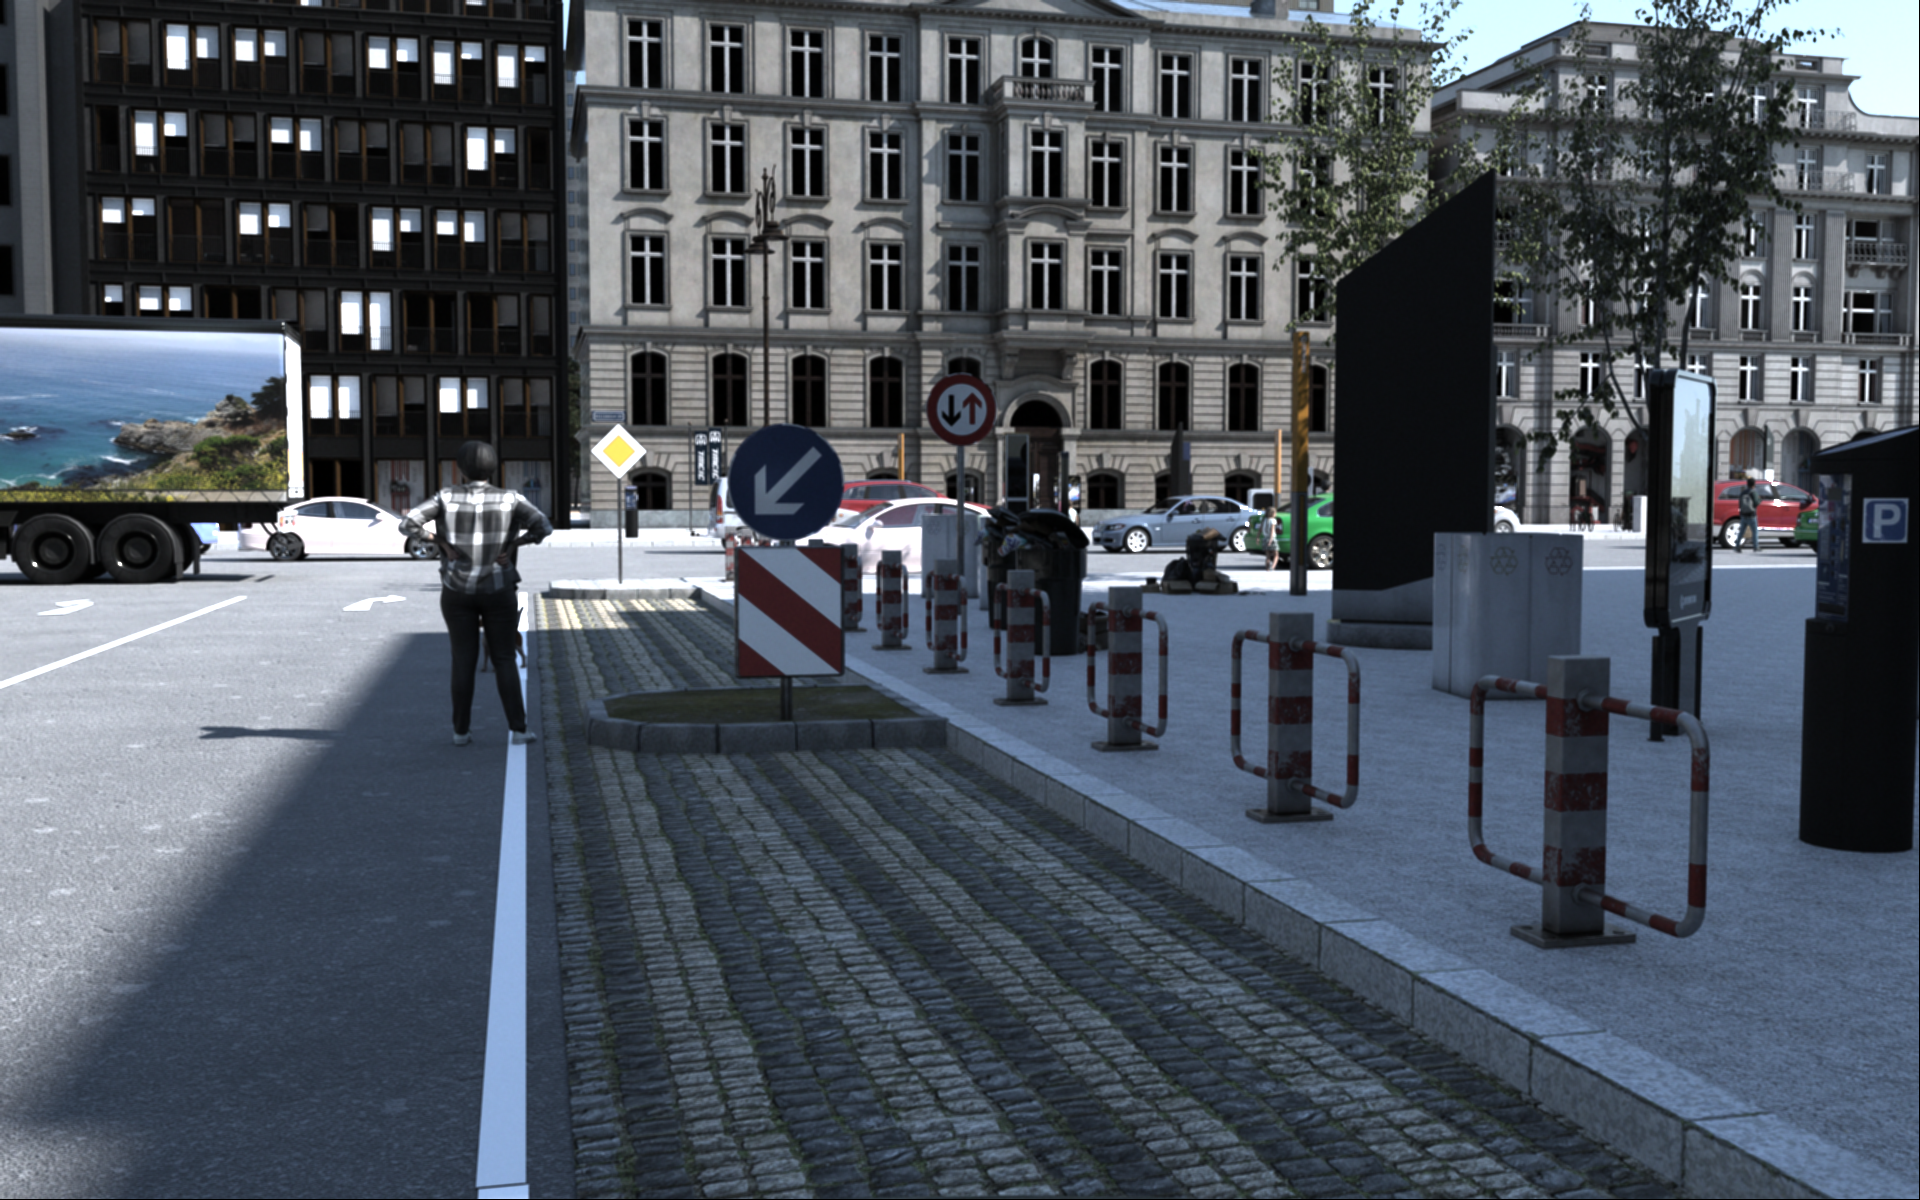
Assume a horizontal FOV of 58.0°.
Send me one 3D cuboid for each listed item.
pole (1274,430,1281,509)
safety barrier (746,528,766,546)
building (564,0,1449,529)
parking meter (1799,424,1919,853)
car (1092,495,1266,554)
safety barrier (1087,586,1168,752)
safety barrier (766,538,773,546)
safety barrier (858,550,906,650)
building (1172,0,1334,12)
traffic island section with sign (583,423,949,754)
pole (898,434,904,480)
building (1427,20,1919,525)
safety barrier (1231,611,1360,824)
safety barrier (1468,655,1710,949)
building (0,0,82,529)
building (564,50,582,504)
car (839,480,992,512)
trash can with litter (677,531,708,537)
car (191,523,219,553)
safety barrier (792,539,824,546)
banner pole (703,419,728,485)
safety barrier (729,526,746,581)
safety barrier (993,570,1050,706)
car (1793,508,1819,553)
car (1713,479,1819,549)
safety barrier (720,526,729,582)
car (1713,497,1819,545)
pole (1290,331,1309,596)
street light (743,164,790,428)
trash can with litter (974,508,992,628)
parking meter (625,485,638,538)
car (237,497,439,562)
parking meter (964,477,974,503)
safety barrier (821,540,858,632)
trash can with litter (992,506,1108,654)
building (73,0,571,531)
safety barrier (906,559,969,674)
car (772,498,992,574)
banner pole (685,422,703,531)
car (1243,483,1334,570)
[{"bbox_3d":[10.051,-3.730,54.826,0.158,3.312,0.155,0,3,0],"label":"pole"},{"bbox_3d":[-2.439,-0.458,21.758,0.300,0.817,1.120,-1,4,-14],"label":"safety barrier"},{"bbox_3d":[1.610,-15.461,71.863,34.723,24.649,14.460,-1,4,-14],"label":"building"},{"bbox_3d":[3.294,0.127,6.327,0.372,1.533,0.369,0,3,0],"label":"parking meter"},{"bbox_3d":[5.461,-1.875,42.663,4.499,1.417,2.014,-1,4,-15],"label":"car"},{"bbox_3d":[0.830,0.341,8.707,0.300,0.817,1.120,-1,4,-14],"label":"safety barrier"},{"bbox_3d":[-1.969,-0.343,19.889,0.300,0.817,1.120,-1,4,-14],"label":"safety barrier"},{"bbox_3d":[-0.564,-0.001,14.299,0.300,0.817,1.120,-1,4,-14],"label":"safety barrier"},{"bbox_3d":[17.329,-35.165,164.186,27.495,52.752,28.713,-1,4,-14],"label":"building"},{"bbox_3d":[-1.259,-0.112,10.467,1.989,1.847,2.006,-1,4,-14],"label":"traffic island section with sign"},{"bbox_3d":[-1.993,-3.954,58.495,0.158,3.312,0.155,0,3,0],"label":"pole"},{"bbox_3d":[30.137,-14.527,79.310,24.055,21.916,13.314,-1,4,-14],"label":"building"},{"bbox_3d":[1.303,0.455,6.832,0.300,0.817,1.120,-1,4,-14],"label":"safety barrier"},{"bbox_3d":[1.767,0.569,4.972,0.300,0.817,1.120,-1,4,-14],"label":"safety barrier"},{"bbox_3d":[-45.628,-14.765,60.468,30.058,24.678,14.314,-1,4,-14],"label":"building"},{"bbox_3d":[-44.161,-41.984,228.438,28.212,58.520,21.231,-1,4,-14],"label":"building"},{"bbox_3d":[-1.540,-2.353,47.146,5.304,1.827,2.281,-1,4,-16],"label":"car"},{"bbox_3d":[-7.478,-2.535,52.507,2.233,1.210,1.678,1,4,17],"label":"trash can with litter"},{"bbox_3d":[-19.484,-1.908,40.784,3.694,1.707,1.945,-1,4,-13],"label":"car"},{"bbox_3d":[-1.499,-0.229,18.023,0.300,0.817,1.120,-1,4,-14],"label":"safety barrier"},{"bbox_3d":[-8.015,-4.147,57.813,0.863,3.779,0.401,-2,4,-30],"label":"banner pole"},{"bbox_3d":[-2.902,-0.571,23.618,0.300,0.817,1.120,-1,4,-14],"label":"safety barrier"},{"bbox_3d":[0.370,0.227,10.568,0.300,0.817,1.120,-1,4,-14],"label":"safety barrier"},{"bbox_3d":[21.856,-1.928,40.321,4.718,1.807,1.959,-1,4,-13],"label":"car"},{"bbox_3d":[21.336,-2.289,46.098,5.304,1.827,2.281,-1,4,-13],"label":"car"},{"bbox_3d":[-3.369,-0.686,25.485,0.300,0.817,1.120,-1,4,-14],"label":"safety barrier"},{"bbox_3d":[23.420,-2.341,50.080,4.920,1.459,2.131,-1,4,-13],"label":"car"},{"bbox_3d":[4.290,-1.714,21.864,0.158,3.312,0.155,0,3,0],"label":"pole"},{"bbox_3d":[-2.760,-3.175,24.702,0.468,5.910,1.993,-1,4,-14],"label":"street light"},{"bbox_3d":[0.705,-0.319,16.602,1.055,1.170,0.624,-1,4,-22],"label":"trash can with litter"},{"bbox_3d":[-9.628,-2.591,50.772,0.372,1.533,0.369,0,3,0],"label":"parking meter"},{"bbox_3d":[-13.160,-1.552,37.735,4.827,1.381,2.083,-1,4,-13],"label":"car"},{"bbox_3d":[0.303,-3.324,60.062,0.255,1.863,0.399,2,4,25],"label":"parking meter"},{"bbox_3d":[-1.035,-0.115,16.163,0.300,0.817,1.120,-1,4,-14],"label":"safety barrier"},{"bbox_3d":[0.831,-0.167,14.115,0.624,1.170,1.055,2,4,34],"label":"trash can with litter"},{"bbox_3d":[-23.125,-14.419,65.425,15.834,23.373,12.332,-1,4,-14],"label":"building"},{"bbox_3d":[-0.102,0.112,12.438,0.300,0.817,1.120,-1,4,-14],"label":"safety barrier"},{"bbox_3d":[-0.945,-1.001,28.730,4.827,1.381,2.083,-1,4,-13],"label":"car"},{"bbox_3d":[-9.139,-4.291,60.179,0.863,3.779,0.401,-1,4,-23],"label":"banner pole"},{"bbox_3d":[7.901,-1.525,33.725,4.718,1.807,1.959,-1,4,-16],"label":"car"}]
